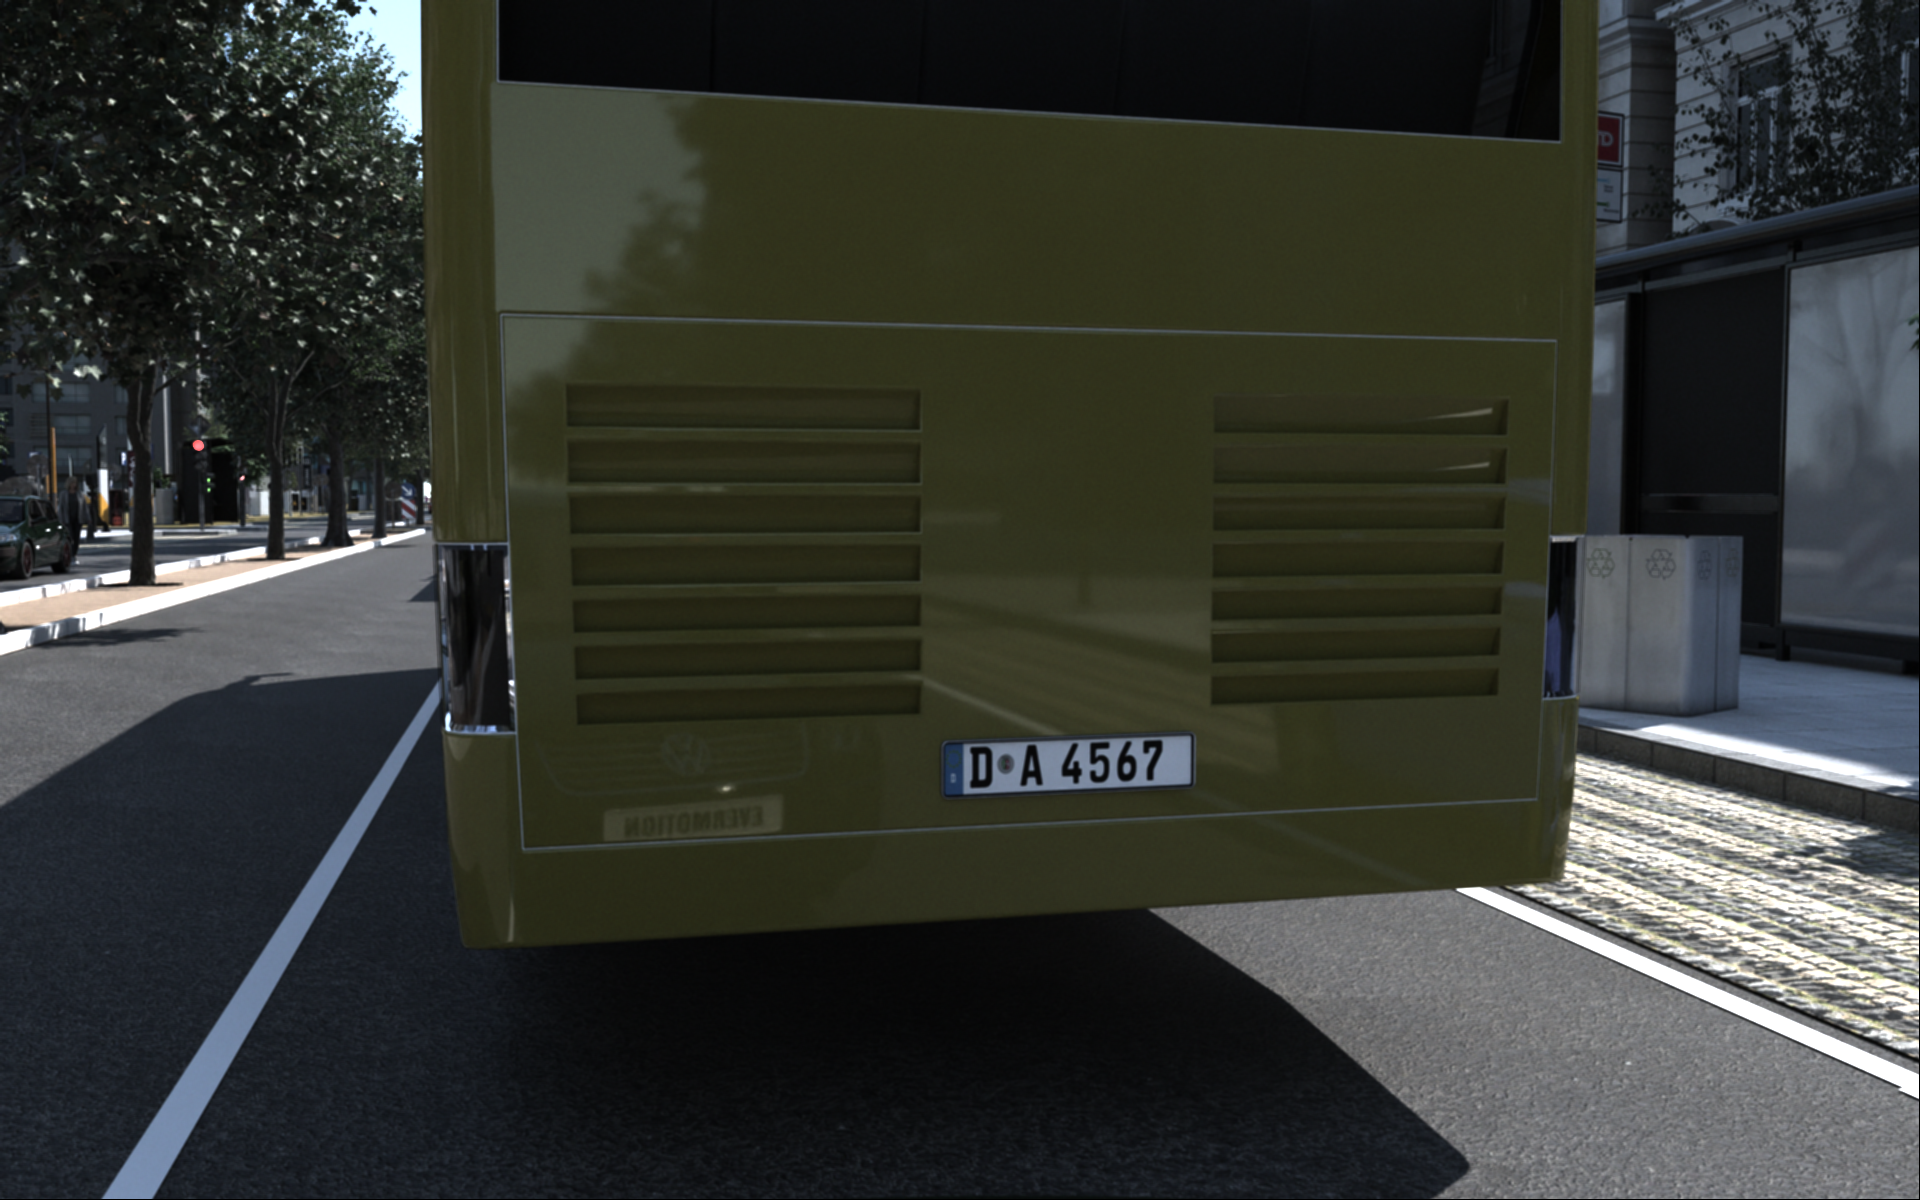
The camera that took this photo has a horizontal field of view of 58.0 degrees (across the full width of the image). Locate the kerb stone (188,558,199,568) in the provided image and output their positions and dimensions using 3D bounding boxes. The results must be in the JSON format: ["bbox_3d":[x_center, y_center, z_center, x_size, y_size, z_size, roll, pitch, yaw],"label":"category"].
[{"bbox_3d":[-14.887,-0.681,33.405,0.120,0.150,1.000,-1,4,-13],"label":"kerb stone"}]

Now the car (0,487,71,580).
[{"bbox_3d":[-16.738,-1.235,29.979,2.009,1.686,4.222,-1,4,-14],"label":"car"}]

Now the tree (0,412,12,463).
[{"bbox_3d":[-25.497,-3.617,42.849,4.285,4.588,4.351,0,3,0],"label":"tree"}]

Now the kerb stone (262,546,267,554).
[{"bbox_3d":[-16.739,-1.175,41.410,0.120,0.150,1.000,-1,4,-13],"label":"kerb stone"}]

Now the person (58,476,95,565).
[{"bbox_3d":[-17.886,-1.614,35.077,0.709,1.800,0.728,-3,4,-37],"label":"person"}]

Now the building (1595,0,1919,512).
[{"bbox_3d":[17.530,-15.901,45.892,13.634,28.700,20.117,-1,4,-13],"label":"building"}]

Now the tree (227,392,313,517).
[{"bbox_3d":[-37.853,-8.978,97.147,4.737,8.622,4.395,0,3,0],"label":"tree"}]

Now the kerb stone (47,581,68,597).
[{"bbox_3d":[-12.816,-0.132,24.420,0.120,0.150,1.000,-1,4,-13],"label":"kerb stone"}]

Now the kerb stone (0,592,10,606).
[{"bbox_3d":[-12.345,-0.014,22.431,0.120,0.150,1.000,-1,4,-13],"label":"kerb stone"}]

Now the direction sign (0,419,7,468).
[{"bbox_3d":[-28.772,-3.652,51.712,0.876,3.537,0.379,1,4,21],"label":"direction sign"}]

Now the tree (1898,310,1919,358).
[{"bbox_3d":[5.059,-0.817,7.957,1.663,3.219,1.824,0,3,0],"label":"tree"}]

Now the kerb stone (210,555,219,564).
[{"bbox_3d":[-15.359,-0.798,35.400,0.120,0.150,1.000,-1,4,-13],"label":"kerb stone"}]

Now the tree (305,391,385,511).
[{"bbox_3d":[-44.634,-11.794,127.248,7.601,10.594,8.767,0,4,-5],"label":"tree"}]

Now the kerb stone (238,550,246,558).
[{"bbox_3d":[-16.049,-0.988,38.410,0.120,0.150,1.000,-1,4,-13],"label":"kerb stone"}]

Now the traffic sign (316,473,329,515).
[{"bbox_3d":[-39.426,-6.546,107.134,0.768,2.556,0.104,0,4,-8],"label":"traffic sign"}]

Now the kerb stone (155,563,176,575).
[{"bbox_3d":[-14.438,-0.562,31.411,0.120,0.150,1.000,-1,4,-13],"label":"kerb stone"}]

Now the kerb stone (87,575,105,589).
[{"bbox_3d":[-13.278,-0.251,26.412,0.120,0.150,1.000,-1,4,-13],"label":"kerb stone"}]

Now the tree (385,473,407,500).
[{"bbox_3d":[-55.198,-13.590,172.558,4.737,8.622,4.395,0,3,0],"label":"tree"}]

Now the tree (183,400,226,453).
[{"bbox_3d":[-53.658,-10.665,124.730,4.737,8.622,4.395,0,3,0],"label":"tree"}]

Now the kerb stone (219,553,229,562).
[{"bbox_3d":[-15.584,-0.865,36.396,0.120,0.150,1.000,-1,4,-13],"label":"kerb stone"}]

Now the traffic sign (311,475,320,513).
[{"bbox_3d":[-42.509,-7.002,114.589,0.768,2.556,0.104,0,4,-3],"label":"traffic sign"}]

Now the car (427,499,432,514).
[{"bbox_3d":[-37.775,-7.182,126.468,2.155,1.783,4.494,-1,4,-13],"label":"car"}]

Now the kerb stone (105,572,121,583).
[{"bbox_3d":[-13.515,-0.319,27.414,0.120,0.150,1.000,-1,4,-13],"label":"kerb stone"}]

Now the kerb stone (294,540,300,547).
[{"bbox_3d":[-17.886,-1.480,46.394,0.120,0.150,1.000,-1,4,-13],"label":"kerb stone"}]

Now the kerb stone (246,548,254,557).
[{"bbox_3d":[-16.277,-1.051,39.409,0.120,0.150,1.000,-1,4,-13],"label":"kerb stone"}]

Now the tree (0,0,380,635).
[{"bbox_3d":[-9.926,-5.958,16.873,9.611,12.733,9.660,0,3,0],"label":"tree"}]

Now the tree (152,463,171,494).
[{"bbox_3d":[-49.224,-6.834,106.330,1.663,3.219,1.824,0,3,0],"label":"tree"}]

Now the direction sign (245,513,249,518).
[{"bbox_3d":[-38.286,-6.155,92.624,0.379,3.537,0.876,1,4,20],"label":"direction sign"}]

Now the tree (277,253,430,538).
[{"bbox_3d":[-18.939,-8.281,55.980,7.486,12.596,7.792,0,3,0],"label":"tree"}]

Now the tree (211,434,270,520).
[{"bbox_3d":[-35.783,-6.247,85.848,4.285,4.588,4.351,0,3,0],"label":"tree"}]

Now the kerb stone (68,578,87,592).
[{"bbox_3d":[-13.044,-0.197,25.416,0.120,0.150,1.000,-1,4,-13],"label":"kerb stone"}]

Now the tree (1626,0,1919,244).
[{"bbox_3d":[10.075,-4.238,19.649,4.360,8.622,3.978,0,3,0],"label":"tree"}]

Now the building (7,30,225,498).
[{"bbox_3d":[-69.148,-28.114,143.262,14.154,41.232,14.086,-1,4,-13],"label":"building"}]

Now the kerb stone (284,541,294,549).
[{"bbox_3d":[-17.661,-1.419,45.397,0.120,0.150,1.000,-1,4,-13],"label":"kerb stone"}]

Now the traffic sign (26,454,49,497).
[{"bbox_3d":[-29.238,-3.358,55.002,0.768,2.556,0.104,0,4,-6],"label":"traffic sign"}]

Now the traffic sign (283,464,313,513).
[{"bbox_3d":[-44.636,-7.487,116.284,2.265,3.308,0.079,0,4,-8],"label":"traffic sign"}]

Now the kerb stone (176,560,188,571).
[{"bbox_3d":[-14.663,-0.616,32.408,0.120,0.150,1.000,-1,4,-13],"label":"kerb stone"}]

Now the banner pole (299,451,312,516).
[{"bbox_3d":[-38.131,-6.774,100.767,0.863,3.779,0.401,-3,5,-42],"label":"banner pole"}]

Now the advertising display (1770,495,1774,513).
[{"bbox_3d":[8.283,-0.720,16.994,0.974,1.923,0.123,-2,4,-32],"label":"advertising display"}]

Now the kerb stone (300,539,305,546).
[{"bbox_3d":[-18.121,-1.541,47.389,0.120,0.150,1.000,-1,4,-13],"label":"kerb stone"}]

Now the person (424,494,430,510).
[{"bbox_3d":[-49.038,-9.018,159.165,0.991,1.433,0.599,-1,4,-10],"label":"person"}]

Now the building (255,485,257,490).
[{"bbox_3d":[-77.124,-44.092,159.159,20.563,71.187,20.611,-1,4,-13],"label":"building"}]

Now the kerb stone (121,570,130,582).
[{"bbox_3d":[-13.743,-0.380,28.413,0.120,0.150,1.000,-1,4,-13],"label":"kerb stone"}]

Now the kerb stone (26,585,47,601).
[{"bbox_3d":[-12.593,-0.072,23.423,0.120,0.150,1.000,-1,4,-13],"label":"kerb stone"}]

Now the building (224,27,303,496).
[{"bbox_3d":[-88.097,-53.200,182.485,31.000,86.520,22.319,-1,4,-13],"label":"building"}]

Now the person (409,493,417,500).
[{"bbox_3d":[-40.628,-7.330,128.524,0.592,1.802,0.473,3,4,36],"label":"person"}]

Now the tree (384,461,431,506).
[{"bbox_3d":[-58.303,-17.122,186.605,9.857,13.997,8.962,0,3,0],"label":"tree"}]

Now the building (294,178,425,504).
[{"bbox_3d":[-90.241,-38.122,242.902,30.456,49.044,23.786,-1,4,-13],"label":"building"}]

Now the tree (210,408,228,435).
[{"bbox_3d":[-57.393,-11.403,136.795,4.360,8.622,3.978,0,3,0],"label":"tree"}]

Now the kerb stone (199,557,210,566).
[{"bbox_3d":[-15.122,-0.747,34.404,0.120,0.150,1.000,-1,4,-13],"label":"kerb stone"}]

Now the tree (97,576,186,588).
[{"bbox_3d":[-12.539,-6.006,26.414,9.928,11.665,9.643,0,3,0],"label":"tree"}]

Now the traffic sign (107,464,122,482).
[{"bbox_3d":[-35.535,-4.433,72.593,0.768,2.556,0.104,-1,4,-11],"label":"traffic sign"}]

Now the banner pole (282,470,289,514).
[{"bbox_3d":[-43.907,-7.483,112.356,0.863,3.779,0.401,2,4,28],"label":"banner pole"}]

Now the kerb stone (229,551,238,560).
[{"bbox_3d":[-15.810,-0.930,37.403,0.120,0.150,1.000,-1,4,-13],"label":"kerb stone"}]

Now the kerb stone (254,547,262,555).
[{"bbox_3d":[-16.500,-1.114,40.414,0.120,0.150,1.000,-1,4,-13],"label":"kerb stone"}]
